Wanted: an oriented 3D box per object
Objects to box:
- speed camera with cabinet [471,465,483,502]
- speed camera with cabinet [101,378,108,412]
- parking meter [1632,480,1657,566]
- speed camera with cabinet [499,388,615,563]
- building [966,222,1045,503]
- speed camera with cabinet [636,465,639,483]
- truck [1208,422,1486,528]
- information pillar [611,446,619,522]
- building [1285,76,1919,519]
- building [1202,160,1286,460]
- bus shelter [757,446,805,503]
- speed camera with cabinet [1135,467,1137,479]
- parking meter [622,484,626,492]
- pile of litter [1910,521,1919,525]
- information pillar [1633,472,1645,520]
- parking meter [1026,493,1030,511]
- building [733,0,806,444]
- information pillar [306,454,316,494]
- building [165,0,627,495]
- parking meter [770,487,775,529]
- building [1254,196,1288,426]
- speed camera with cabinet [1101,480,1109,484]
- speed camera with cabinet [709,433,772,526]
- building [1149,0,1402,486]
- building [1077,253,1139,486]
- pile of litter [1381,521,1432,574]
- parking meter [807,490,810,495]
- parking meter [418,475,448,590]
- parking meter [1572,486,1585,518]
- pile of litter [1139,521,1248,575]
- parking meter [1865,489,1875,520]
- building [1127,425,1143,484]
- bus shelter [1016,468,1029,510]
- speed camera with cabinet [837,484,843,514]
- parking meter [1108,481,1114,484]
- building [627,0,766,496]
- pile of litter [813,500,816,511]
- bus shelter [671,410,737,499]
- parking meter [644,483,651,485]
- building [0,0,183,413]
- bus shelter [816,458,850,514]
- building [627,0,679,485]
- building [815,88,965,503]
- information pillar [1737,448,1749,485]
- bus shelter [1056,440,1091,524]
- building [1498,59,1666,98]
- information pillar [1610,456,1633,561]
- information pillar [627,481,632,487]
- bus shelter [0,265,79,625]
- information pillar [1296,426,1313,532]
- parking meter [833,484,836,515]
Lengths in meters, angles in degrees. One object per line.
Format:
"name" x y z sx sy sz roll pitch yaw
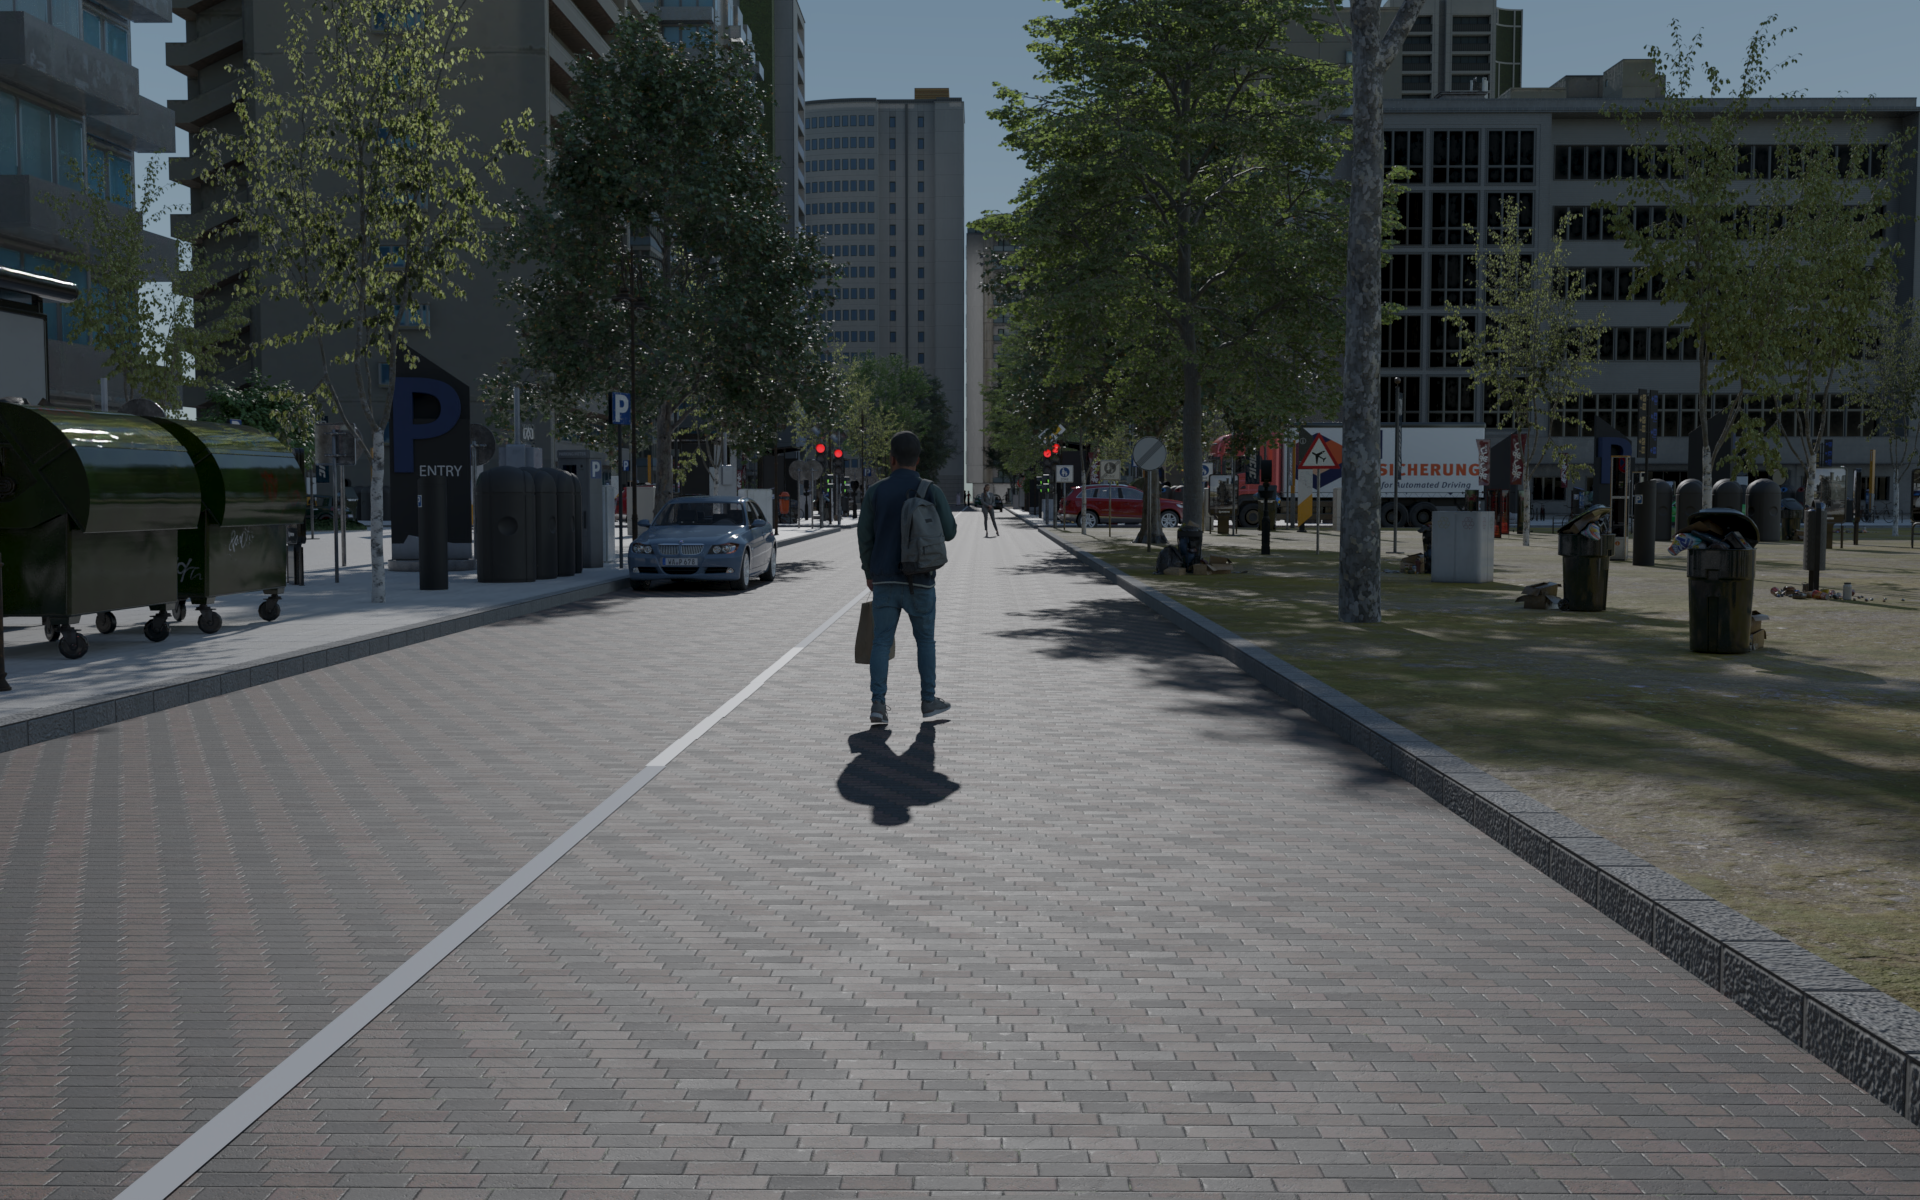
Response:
"speed camera with cabinet" -13.400 -3.323 48.662 2.038 3.252 0.660 3 5 40
"speed camera with cabinet" -14.882 -2.116 28.935 0.660 3.252 2.038 3 5 41
"parking meter" 12.259 -1.383 31.021 0.372 1.533 0.369 0 3 0
"speed camera with cabinet" -7.538 -2.329 32.414 2.038 3.252 0.660 0 4 3
"building" 7.825 -34.804 252.637 14.086 41.232 14.154 0 4 1
"speed camera with cabinet" -21.965 -7.551 117.794 0.660 3.252 2.038 1 4 9
"truck" 14.894 -4.890 68.857 11.283 4.237 2.839 0 4 0
"information pillar" -15.698 -5.352 78.855 0.504 3.616 0.183 3 4 36
"building" 33.555 -16.709 92.262 30.058 24.678 14.314 0 4 1
"building" 26.278 -21.292 135.518 14.401 28.519 23.554 0 4 1
"bus shelter" -8.957 -5.868 87.221 1.731 3.624 6.357 0 4 1
"speed camera with cabinet" 12.569 -7.960 124.479 0.660 3.252 2.038 2 4 28
"parking meter" -19.599 -5.859 101.506 0.255 1.863 0.399 1 4 19
"pile of litter" 40.221 -3.566 72.262 1.719 0.858 1.176 -2 4 -29
"information pillar" 22.442 -3.230 57.308 0.304 2.012 0.304 -3 5 -40
"parking meter" 5.075 -7.578 129.611 0.255 1.863 0.399 0 4 7
"building" -32.141 -40.177 198.887 28.212 58.520 21.231 0 4 1
"information pillar" -32.487 -5.837 86.790 0.183 3.616 0.504 3 5 42
"building" -31.770 -29.092 99.357 21.300 48.544 21.600 0 4 1
"parking meter" -6.984 -3.399 63.988 0.372 1.533 0.369 0 3 0
"building" 25.285 -16.524 111.971 13.314 21.916 24.055 0 4 1
"speed camera with cabinet" 9.066 -6.762 104.886 0.660 3.252 2.038 -1 4 -13
"speed camera with cabinet" -7.090 -3.776 56.067 2.038 3.252 0.660 -3 4 -38
"building" 29.611 -33.264 167.570 21.300 48.544 21.600 0 4 1
"building" 26.966 -34.773 260.414 23.993 40.220 32.217 0 4 1
"pile of litter" 7.675 -0.868 28.158 1.719 0.858 1.176 2 4 28
"parking meter" -8.906 -5.735 102.175 0.372 1.533 0.369 0 3 0
"parking meter" -7.064 -0.905 23.216 0.372 1.533 0.369 0 3 0
"parking meter" 20.516 -2.999 57.442 0.372 1.533 0.369 0 3 0
"pile of litter" 3.867 -0.851 27.872 1.719 0.858 1.176 -1 4 -10
"parking meter" 43.917 -4.599 83.602 0.372 1.533 0.369 0 3 0
"building" 33.826 -21.385 194.686 27.650 21.520 28.899 0 4 1
"bus shelter" 5.485 -8.770 137.315 2.014 3.302 5.546 0 4 1
"speed camera with cabinet" -7.868 -7.079 110.079 0.660 3.252 2.038 -2 4 -24
"parking meter" 6.827 -4.447 78.424 0.255 1.863 0.399 0 4 2
"building" -30.496 -33.256 163.349 23.786 49.044 30.456 0 4 1
"pile of litter" -11.053 -7.131 130.551 1.719 0.858 1.176 3 4 39
"bus shelter" -9.343 -5.110 61.180 2.179 5.291 8.768 0 4 1
"parking meter" -16.006 -5.089 88.911 0.255 1.863 0.399 -2 4 -32
"building" -35.364 -25.528 36.990 30.456 49.044 23.786 0 4 1
"bus shelter" -8.357 -7.539 114.553 1.731 3.624 6.357 0 4 1
"building" -34.704 -26.871 131.227 32.217 40.220 23.993 0 4 1
"building" -13.392 -43.578 254.499 28.212 58.520 21.231 0 4 1
"information pillar" 36.913 -5.526 81.703 0.504 3.616 0.183 3 4 37
"bus shelter" 4.893 -5.292 77.805 1.731 3.624 6.357 0 4 1
"building" 69.942 -35.127 198.032 21.600 48.544 21.300 0 4 1
"information pillar" 12.675 -1.761 33.279 0.304 2.012 0.304 2 4 30
"information pillar" -18.340 -5.612 96.253 0.304 2.012 0.304 2 4 25
"bus shelter" -9.782 -2.141 12.644 2.179 5.291 8.768 0 4 1
"information pillar" 11.577 -4.084 58.128 0.504 3.616 0.183 0 4 7
"parking meter" -7.379 -5.838 101.170 0.255 1.863 0.399 -3 4 -37
